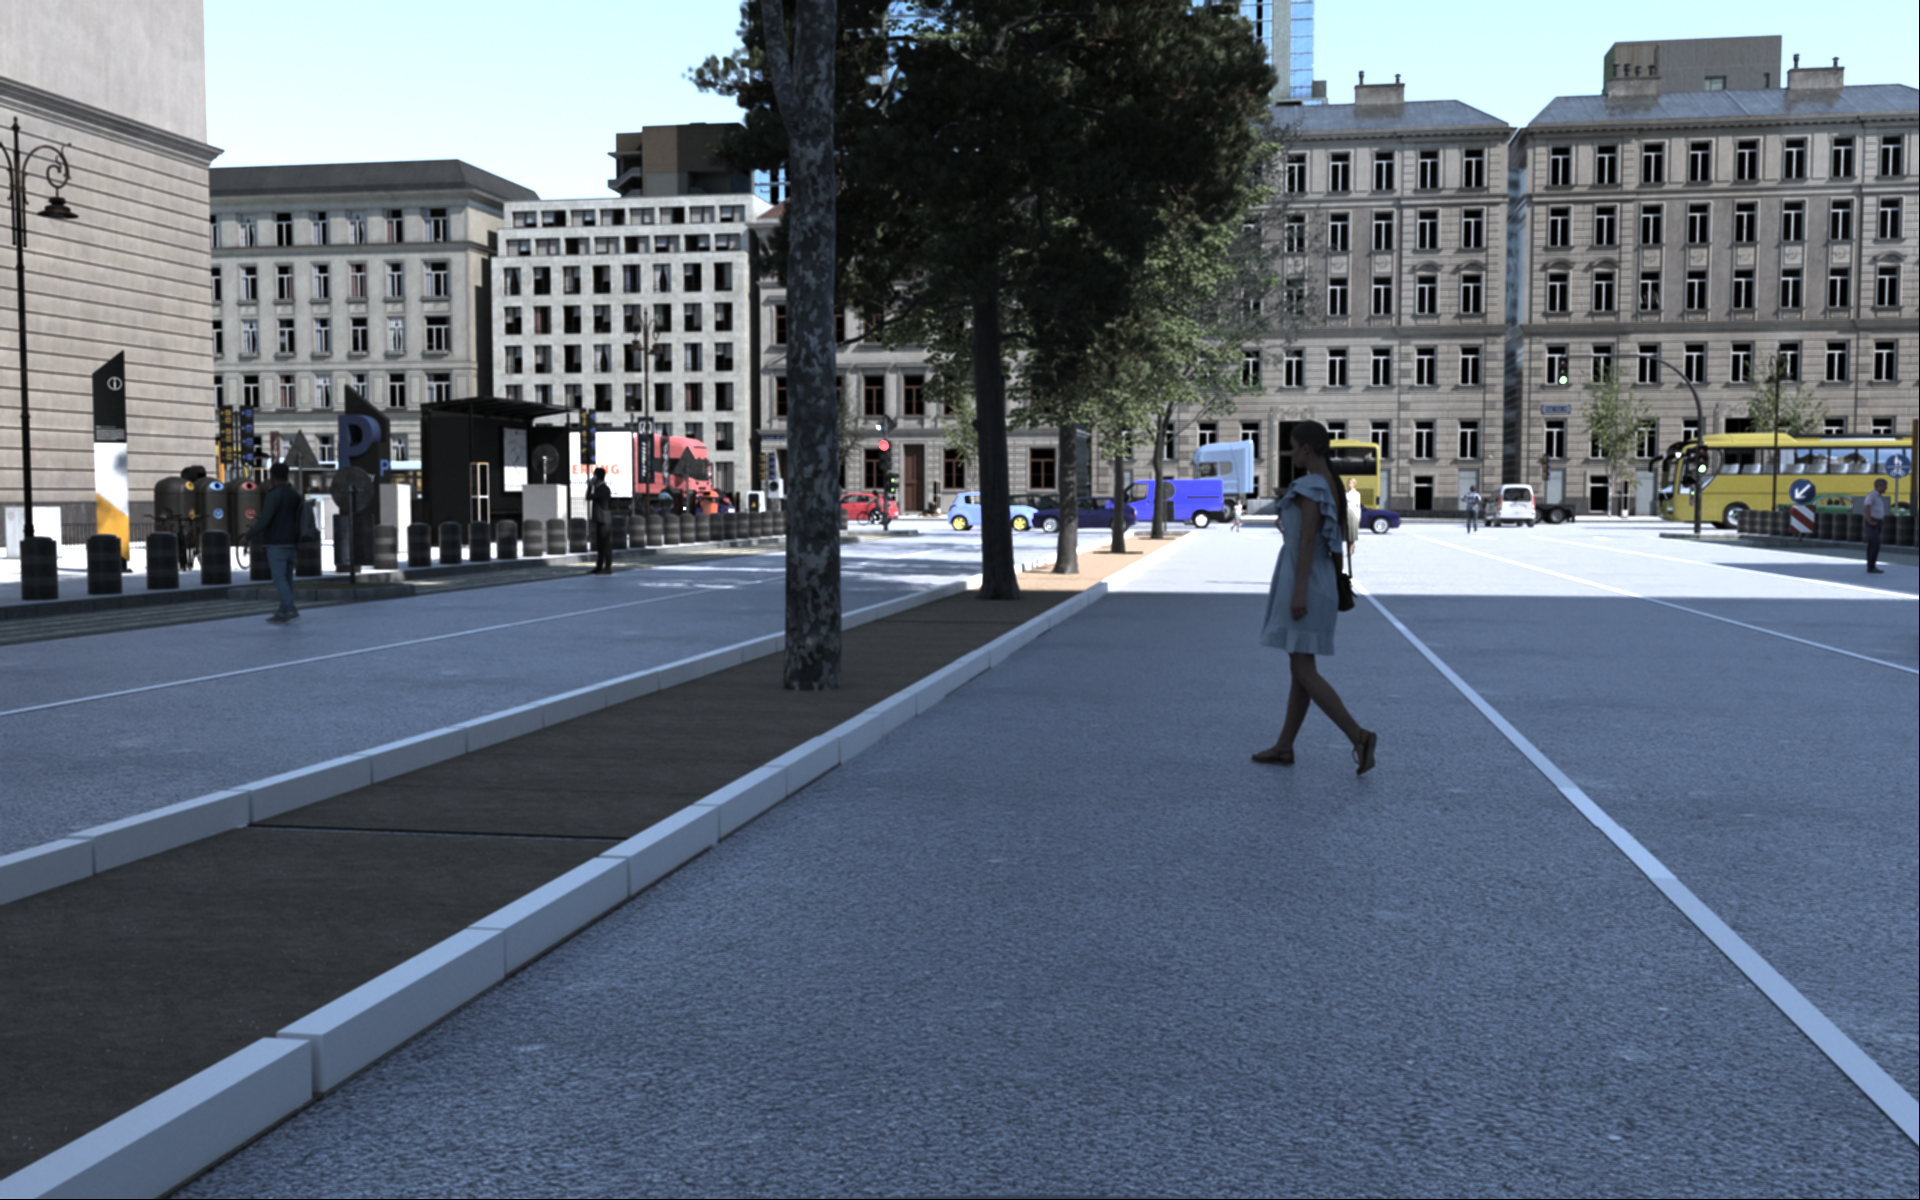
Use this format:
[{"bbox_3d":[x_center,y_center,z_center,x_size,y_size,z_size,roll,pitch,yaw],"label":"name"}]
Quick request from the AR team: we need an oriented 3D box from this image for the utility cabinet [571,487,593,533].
[{"bbox_3d":[-12.451,-2.940,56.741,0.318,1.500,1.173,2,4,31],"label":"utility cabinet"}]

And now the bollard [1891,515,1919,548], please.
[{"bbox_3d":[23.274,-1.707,42.627,0.404,0.777,0.398,0,3,0],"label":"bollard"}]

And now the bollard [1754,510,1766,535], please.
[{"bbox_3d":[25.346,-2.433,54.502,0.404,0.777,0.398,0,3,0],"label":"bollard"}]

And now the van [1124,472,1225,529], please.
[{"bbox_3d":[8.533,-4.195,72.968,5.245,2.365,2.240,1,4,8],"label":"van"}]

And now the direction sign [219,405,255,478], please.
[{"bbox_3d":[-18.453,-3.196,44.254,0.876,3.537,0.379,0,4,2],"label":"direction sign"}]

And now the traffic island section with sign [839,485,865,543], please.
[{"bbox_3d":[-3.919,-2.634,51.687,1.989,1.847,2.006,1,4,10],"label":"traffic island section with sign"}]

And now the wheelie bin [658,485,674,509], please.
[{"bbox_3d":[-10.378,-3.300,61.869,0.693,1.594,0.980,0,4,3],"label":"wheelie bin"}]

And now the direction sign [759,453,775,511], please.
[{"bbox_3d":[-10.580,-6.296,94.933,0.876,3.537,0.379,0,4,0],"label":"direction sign"}]

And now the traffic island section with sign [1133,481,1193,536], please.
[{"bbox_3d":[7.022,-3.145,59.560,2.006,1.907,1.989,1,4,10],"label":"traffic island section with sign"}]

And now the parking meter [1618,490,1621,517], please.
[{"bbox_3d":[37.249,-5.449,97.501,0.372,1.533,0.369,0,3,0],"label":"parking meter"}]

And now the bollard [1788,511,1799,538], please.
[{"bbox_3d":[24.723,-2.215,50.936,0.404,0.777,0.398,0,3,0],"label":"bollard"}]

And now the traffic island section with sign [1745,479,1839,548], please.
[{"bbox_3d":[22.329,-2.325,46.643,1.989,1.847,2.006,1,4,10],"label":"traffic island section with sign"}]

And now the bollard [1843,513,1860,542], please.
[{"bbox_3d":[23.895,-1.925,46.184,0.404,0.777,0.398,0,3,0],"label":"bollard"}]

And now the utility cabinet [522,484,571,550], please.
[{"bbox_3d":[-9.338,-1.855,39.006,1.173,1.500,0.318,3,4,36],"label":"utility cabinet"}]

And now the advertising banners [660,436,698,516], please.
[{"bbox_3d":[-8.457,-3.416,52.042,0.090,3.025,2.074,-3,5,-40],"label":"advertising banners"}]

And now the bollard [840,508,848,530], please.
[{"bbox_3d":[-4.188,-2.863,61.532,0.404,0.777,0.398,0,3,0],"label":"bollard"}]

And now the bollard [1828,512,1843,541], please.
[{"bbox_3d":[24.100,-1.998,47.381,0.404,0.777,0.398,0,3,0],"label":"bollard"}]

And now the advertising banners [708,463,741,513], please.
[{"bbox_3d":[-13.196,-6.118,96.224,2.074,3.025,0.090,0,4,-2],"label":"advertising banners"}]

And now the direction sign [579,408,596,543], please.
[{"bbox_3d":[-9.855,-3.299,45.930,0.379,3.537,0.876,1,4,14],"label":"direction sign"}]

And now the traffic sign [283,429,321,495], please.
[{"bbox_3d":[-13.237,-2.127,34.775,0.884,2.594,0.081,1,4,12],"label":"traffic sign"}]

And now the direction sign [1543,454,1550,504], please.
[{"bbox_3d":[33.140,-6.479,97.934,0.379,3.537,0.876,3,5,42],"label":"direction sign"}]

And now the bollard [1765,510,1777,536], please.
[{"bbox_3d":[25.139,-2.361,53.318,0.404,0.777,0.398,0,3,0],"label":"bollard"}]

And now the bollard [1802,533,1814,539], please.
[{"bbox_3d":[24.516,-2.143,49.750,0.404,0.777,0.398,0,3,0],"label":"bollard"}]

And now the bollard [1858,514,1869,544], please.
[{"bbox_3d":[23.691,-1.852,44.994,0.404,0.777,0.398,0,3,0],"label":"bollard"}]

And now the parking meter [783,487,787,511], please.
[{"bbox_3d":[-5.614,-2.968,56.937,0.372,1.533,0.369,0,3,0],"label":"parking meter"}]

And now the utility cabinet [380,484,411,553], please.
[{"bbox_3d":[-12.316,-1.783,37.827,0.318,1.500,1.173,-3,4,-36],"label":"utility cabinet"}]

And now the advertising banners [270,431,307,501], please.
[{"bbox_3d":[-18.535,-3.156,47.788,2.074,3.025,0.090,3,5,44],"label":"advertising banners"}]

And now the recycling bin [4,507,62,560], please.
[{"bbox_3d":[-18.241,-1.317,34.093,0.722,1.027,0.722,1,4,14],"label":"recycling bin"}]

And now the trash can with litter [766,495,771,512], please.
[{"bbox_3d":[-11.362,-5.691,104.112,2.233,1.210,1.678,3,5,42],"label":"trash can with litter"}]

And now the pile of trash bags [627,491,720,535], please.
[{"bbox_3d":[-9.049,-2.763,54.920,3.447,1.369,1.912,2,4,29],"label":"pile of trash bags"}]

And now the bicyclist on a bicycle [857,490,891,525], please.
[{"bbox_3d":[-3.935,-4.226,79.109,1.625,1.676,1.499,1,4,12],"label":"bicyclist on a bicycle"}]

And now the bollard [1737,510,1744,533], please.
[{"bbox_3d":[25.759,-2.580,56.892,0.404,0.777,0.398,0,3,0],"label":"bollard"}]

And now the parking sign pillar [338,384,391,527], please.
[{"bbox_3d":[-14.550,-3.293,42.311,1.447,3.967,1.447,2,4,24],"label":"parking sign pillar"}]

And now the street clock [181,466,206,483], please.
[{"bbox_3d":[-20.644,-2.568,46.550,0.471,2.002,0.358,0,4,2],"label":"street clock"}]

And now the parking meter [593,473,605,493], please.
[{"bbox_3d":[-8.848,-2.249,42.489,0.255,1.863,0.399,-1,4,-17],"label":"parking meter"}]

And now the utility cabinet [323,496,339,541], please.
[{"bbox_3d":[-16.990,-2.236,47.728,1.020,1.237,0.306,1,4,10],"label":"utility cabinet"}]

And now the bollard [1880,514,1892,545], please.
[{"bbox_3d":[23.481,-1.779,43.810,0.404,0.777,0.398,0,3,0],"label":"bollard"}]

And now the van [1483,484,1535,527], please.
[{"bbox_3d":[24.149,-4.229,76.161,2.013,2.044,4.112,1,4,8],"label":"van"}]

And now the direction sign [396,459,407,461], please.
[{"bbox_3d":[-35.614,-7.253,110.575,0.379,3.537,0.876,2,4,33],"label":"direction sign"}]

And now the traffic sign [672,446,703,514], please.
[{"bbox_3d":[-7.305,-2.840,46.433,0.884,2.594,0.081,1,4,12],"label":"traffic sign"}]

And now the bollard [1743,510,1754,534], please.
[{"bbox_3d":[25.547,-2.506,55.687,0.404,0.777,0.398,0,3,0],"label":"bollard"}]

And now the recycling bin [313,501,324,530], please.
[{"bbox_3d":[-22.852,-3.065,62.661,0.722,1.027,0.722,-3,4,-36],"label":"recycling bin"}]

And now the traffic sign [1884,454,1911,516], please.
[{"bbox_3d":[29.957,-3.381,55.393,0.768,2.556,0.104,1,4,17],"label":"traffic sign"}]

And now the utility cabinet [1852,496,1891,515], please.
[{"bbox_3d":[27.337,-2.497,51.984,1.020,1.237,0.306,2,4,29],"label":"utility cabinet"}]

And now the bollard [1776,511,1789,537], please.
[{"bbox_3d":[24.928,-2.288,52.126,0.404,0.777,0.398,0,3,0],"label":"bollard"}]

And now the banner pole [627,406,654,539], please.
[{"bbox_3d":[-9.114,-3.634,49.436,0.863,3.779,0.401,0,4,4],"label":"banner pole"}]

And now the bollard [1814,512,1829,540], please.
[{"bbox_3d":[24.311,-2.070,48.566,0.404,0.777,0.398,0,3,0],"label":"bollard"}]

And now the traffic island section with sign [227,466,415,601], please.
[{"bbox_3d":[-8.724,-0.944,24.056,1.989,1.847,2.006,1,4,10],"label":"traffic island section with sign"}]

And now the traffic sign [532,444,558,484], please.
[{"bbox_3d":[-10.513,-2.675,43.846,0.768,2.556,0.104,1,4,19],"label":"traffic sign"}]
